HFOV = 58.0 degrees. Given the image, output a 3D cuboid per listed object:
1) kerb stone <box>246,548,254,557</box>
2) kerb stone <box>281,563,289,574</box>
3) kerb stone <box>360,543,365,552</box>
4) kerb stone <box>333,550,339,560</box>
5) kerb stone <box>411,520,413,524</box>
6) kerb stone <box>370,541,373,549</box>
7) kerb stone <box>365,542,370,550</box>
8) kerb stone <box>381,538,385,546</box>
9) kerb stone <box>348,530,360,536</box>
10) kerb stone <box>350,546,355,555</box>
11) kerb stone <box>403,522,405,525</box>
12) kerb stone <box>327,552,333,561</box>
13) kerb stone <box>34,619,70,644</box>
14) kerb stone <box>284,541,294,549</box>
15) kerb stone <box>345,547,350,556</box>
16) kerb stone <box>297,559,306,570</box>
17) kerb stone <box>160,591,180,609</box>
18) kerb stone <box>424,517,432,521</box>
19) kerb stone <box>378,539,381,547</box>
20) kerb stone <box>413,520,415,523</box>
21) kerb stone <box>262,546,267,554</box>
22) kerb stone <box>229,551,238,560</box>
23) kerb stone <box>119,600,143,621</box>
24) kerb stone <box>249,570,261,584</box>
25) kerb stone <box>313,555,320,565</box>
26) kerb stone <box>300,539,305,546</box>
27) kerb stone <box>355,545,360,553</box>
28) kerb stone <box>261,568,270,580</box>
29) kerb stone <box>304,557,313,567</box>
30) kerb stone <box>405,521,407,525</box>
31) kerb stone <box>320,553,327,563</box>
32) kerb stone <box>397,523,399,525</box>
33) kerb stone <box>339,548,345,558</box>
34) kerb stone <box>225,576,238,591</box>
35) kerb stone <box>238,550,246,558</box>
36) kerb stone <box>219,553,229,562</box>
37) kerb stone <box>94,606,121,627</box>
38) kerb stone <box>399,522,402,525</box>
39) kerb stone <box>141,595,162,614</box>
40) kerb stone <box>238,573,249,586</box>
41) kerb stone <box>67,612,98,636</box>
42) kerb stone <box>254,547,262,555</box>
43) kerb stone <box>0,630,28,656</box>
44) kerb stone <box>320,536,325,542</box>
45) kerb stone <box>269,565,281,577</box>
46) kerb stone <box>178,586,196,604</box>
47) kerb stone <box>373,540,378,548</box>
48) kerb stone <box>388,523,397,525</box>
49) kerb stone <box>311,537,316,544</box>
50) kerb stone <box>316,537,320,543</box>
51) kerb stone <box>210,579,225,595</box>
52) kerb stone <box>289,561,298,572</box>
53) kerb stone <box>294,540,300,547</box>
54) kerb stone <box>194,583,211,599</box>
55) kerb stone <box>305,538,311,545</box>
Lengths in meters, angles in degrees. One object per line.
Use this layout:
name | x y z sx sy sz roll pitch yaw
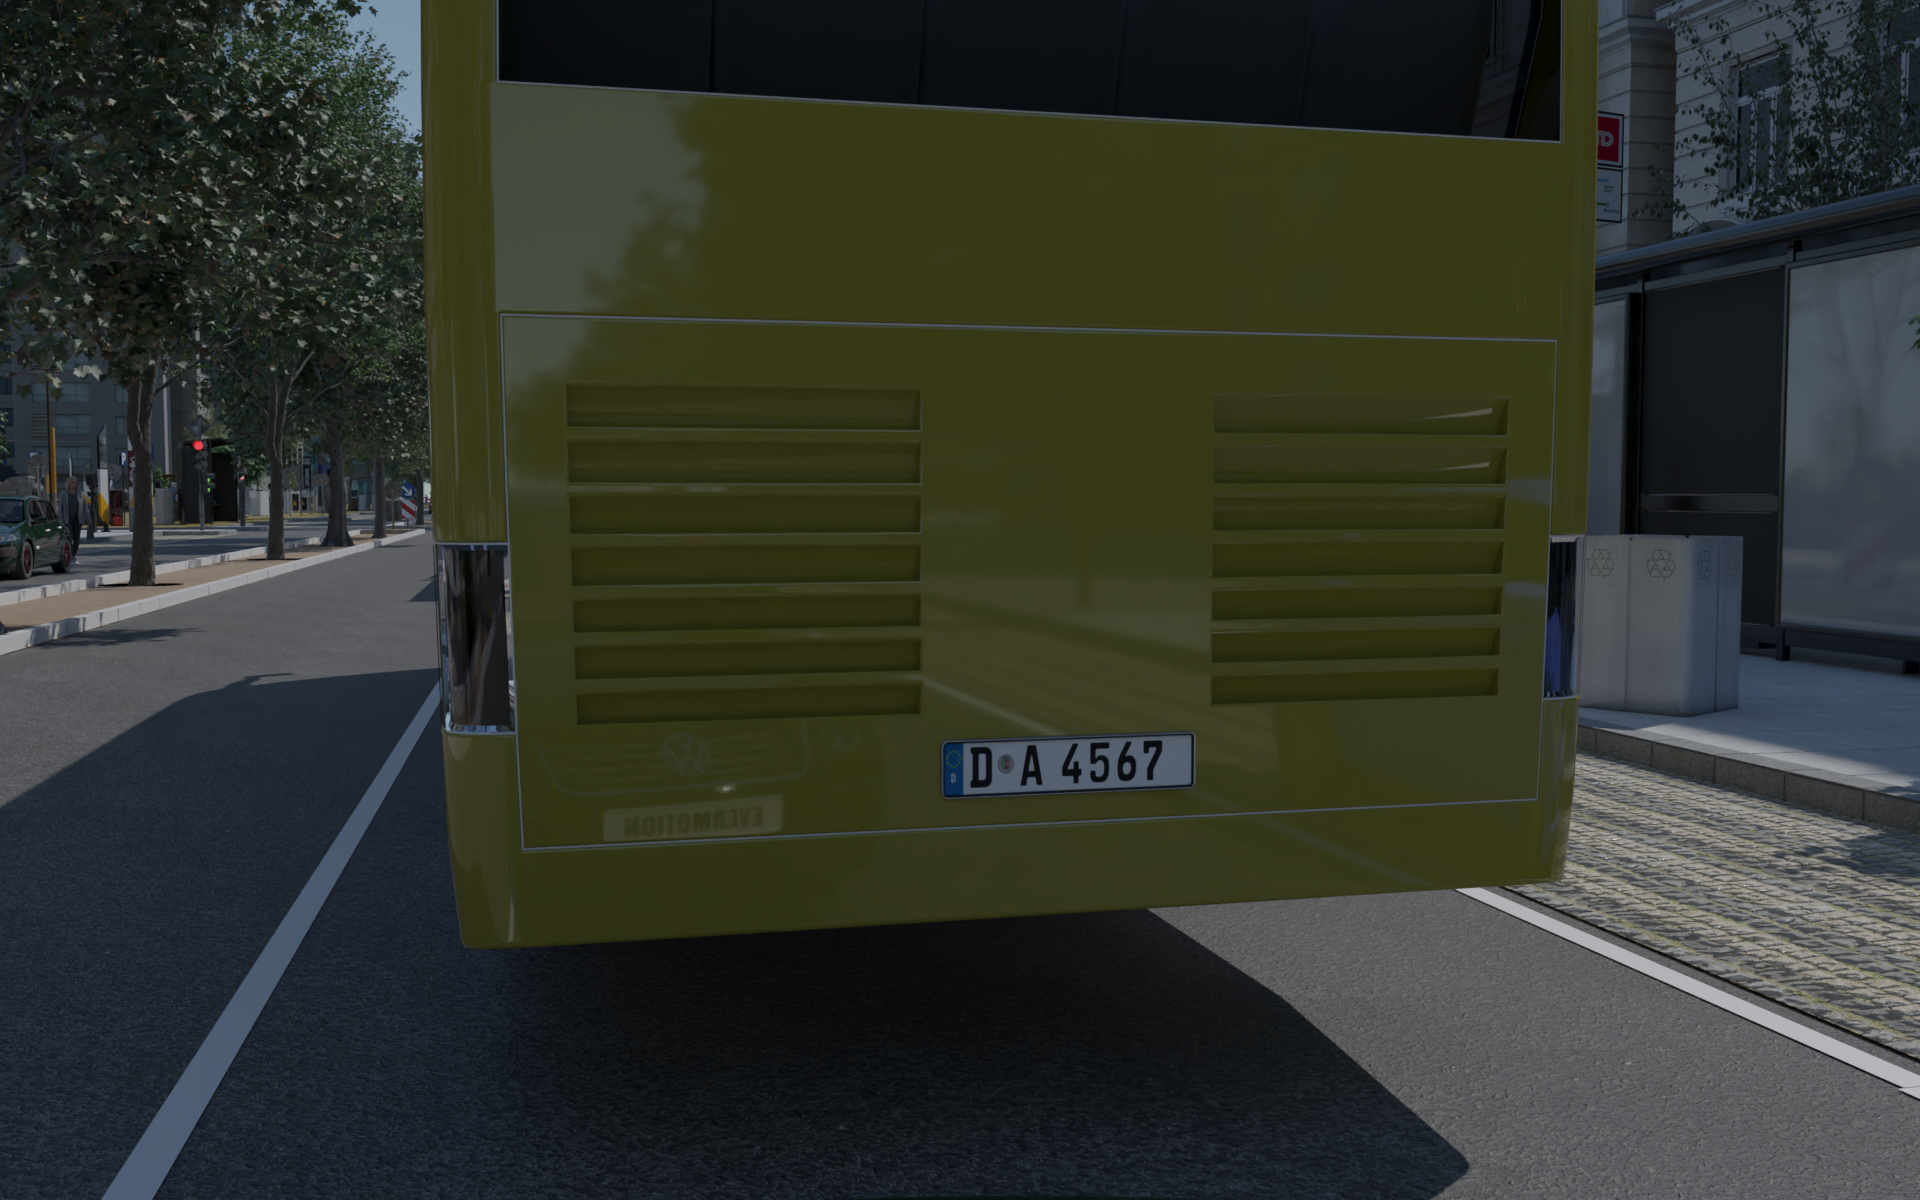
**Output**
kerb stone | -16.277 -1.051 39.409 0.120 0.150 1.000 -1 4 -13
kerb stone | -12.170 -0.535 30.936 0.120 0.150 1.000 -1 4 -13
kerb stone | -14.932 -1.268 42.928 0.120 0.150 1.000 -1 4 -13
kerb stone | -13.776 -0.959 37.918 0.120 0.150 1.000 -1 4 -13
kerb stone | -26.089 -3.652 81.906 0.120 0.150 1.000 -1 4 -13
kerb stone | -15.402 -1.391 44.936 0.120 0.150 1.000 -1 4 -13
kerb stone | -15.159 -1.329 43.928 0.120 0.150 1.000 -1 4 -13
kerb stone | -16.088 -1.570 47.933 0.120 0.150 1.000 -1 4 -13
kerb stone | -21.119 -2.334 60.360 0.120 0.150 1.000 -1 4 -13
kerb stone | -14.472 -1.145 40.922 0.120 0.150 1.000 -1 4 -13
kerb stone | -25.167 -3.408 77.913 0.120 0.150 1.000 -1 4 -13
kerb stone | -13.551 -0.901 36.919 0.120 0.150 1.000 -1 4 -13
kerb stone | -8.945 0.321 16.950 0.120 0.150 1.000 -1 4 -13
kerb stone | -17.661 -1.419 45.397 0.120 0.150 1.000 -1 4 -13
kerb stone | -14.244 -1.084 39.921 0.120 0.150 1.000 -1 4 -13
kerb stone | -12.627 -0.656 32.929 0.120 0.150 1.000 -1 4 -13
kerb stone | -10.092 0.015 21.952 0.120 0.150 1.000 -1 4 -13
kerb stone | -28.862 -4.387 93.916 0.120 0.150 1.000 -1 4 -13
kerb stone | -15.862 -1.513 46.933 0.120 0.150 1.000 -1 4 -13
kerb stone | -26.320 -3.713 82.903 0.120 0.150 1.000 -1 4 -13
kerb stone | -16.739 -1.175 41.410 0.120 0.150 1.000 -1 4 -13
kerb stone | -15.810 -0.930 37.403 0.120 0.150 1.000 -1 4 -13
kerb stone | -9.626 0.138 19.944 0.120 0.150 1.000 -1 4 -13
kerb stone | -11.473 -0.351 27.942 0.120 0.150 1.000 -1 4 -13
kerb stone | -13.090 -0.779 34.928 0.120 0.150 1.000 -1 4 -13
kerb stone | -18.121 -1.541 47.389 0.120 0.150 1.000 -1 4 -13
kerb stone | -14.709 -1.205 41.923 0.120 0.150 1.000 -1 4 -13
kerb stone | -11.713 -0.412 28.941 0.120 0.150 1.000 -1 4 -13
kerb stone | -12.858 -0.718 33.928 0.120 0.150 1.000 -1 4 -13
kerb stone | -25.403 -3.469 78.910 0.120 0.150 1.000 -1 4 -13
kerb stone | -13.316 -0.840 35.925 0.120 0.150 1.000 -1 4 -13
kerb stone | -24.471 -3.225 74.926 0.120 0.150 1.000 -1 4 -13
kerb stone | -14.007 -1.023 38.926 0.120 0.150 1.000 -1 4 -13
kerb stone | -11.010 -0.228 25.936 0.120 0.150 1.000 -1 4 -13
kerb stone | -16.049 -0.988 38.410 0.120 0.150 1.000 -1 4 -13
kerb stone | -15.584 -0.865 36.396 0.120 0.150 1.000 -1 4 -13
kerb stone | -9.401 0.199 18.947 0.120 0.150 1.000 -1 4 -13
kerb stone | -24.702 -3.278 75.922 0.120 0.150 1.000 -1 4 -13
kerb stone | -9.857 0.077 20.941 0.120 0.150 1.000 -1 4 -13
kerb stone | -11.246 -0.286 26.942 0.120 0.150 1.000 -1 4 -13
kerb stone | -9.164 0.259 17.953 0.120 0.150 1.000 -1 4 -13
kerb stone | -16.500 -1.114 40.414 0.120 0.150 1.000 -1 4 -13
kerb stone | -8.709 0.382 15.949 0.120 0.150 1.000 -1 4 -13
kerb stone | -19.040 -1.784 51.377 0.120 0.150 1.000 -1 4 -13
kerb stone | -11.932 -0.474 29.940 0.120 0.150 1.000 -1 4 -13
kerb stone | -10.324 -0.046 22.947 0.120 0.150 1.000 -1 4 -13
kerb stone | -15.630 -1.448 45.935 0.120 0.150 1.000 -1 4 -13
kerb stone | -24.246 -3.164 73.921 0.120 0.150 1.000 -1 4 -13
kerb stone | -18.578 -1.660 49.382 0.120 0.150 1.000 -1 4 -13
kerb stone | -18.816 -1.719 50.379 0.120 0.150 1.000 -1 4 -13
kerb stone | -10.779 -0.168 24.940 0.120 0.150 1.000 -1 4 -13
kerb stone | -12.400 -0.596 31.932 0.120 0.150 1.000 -1 4 -13
kerb stone | -17.886 -1.480 46.394 0.120 0.150 1.000 -1 4 -13
kerb stone | -10.556 -0.107 23.942 0.120 0.150 1.000 -1 4 -13
kerb stone | -18.351 -1.602 48.385 0.120 0.150 1.000 -1 4 -13
